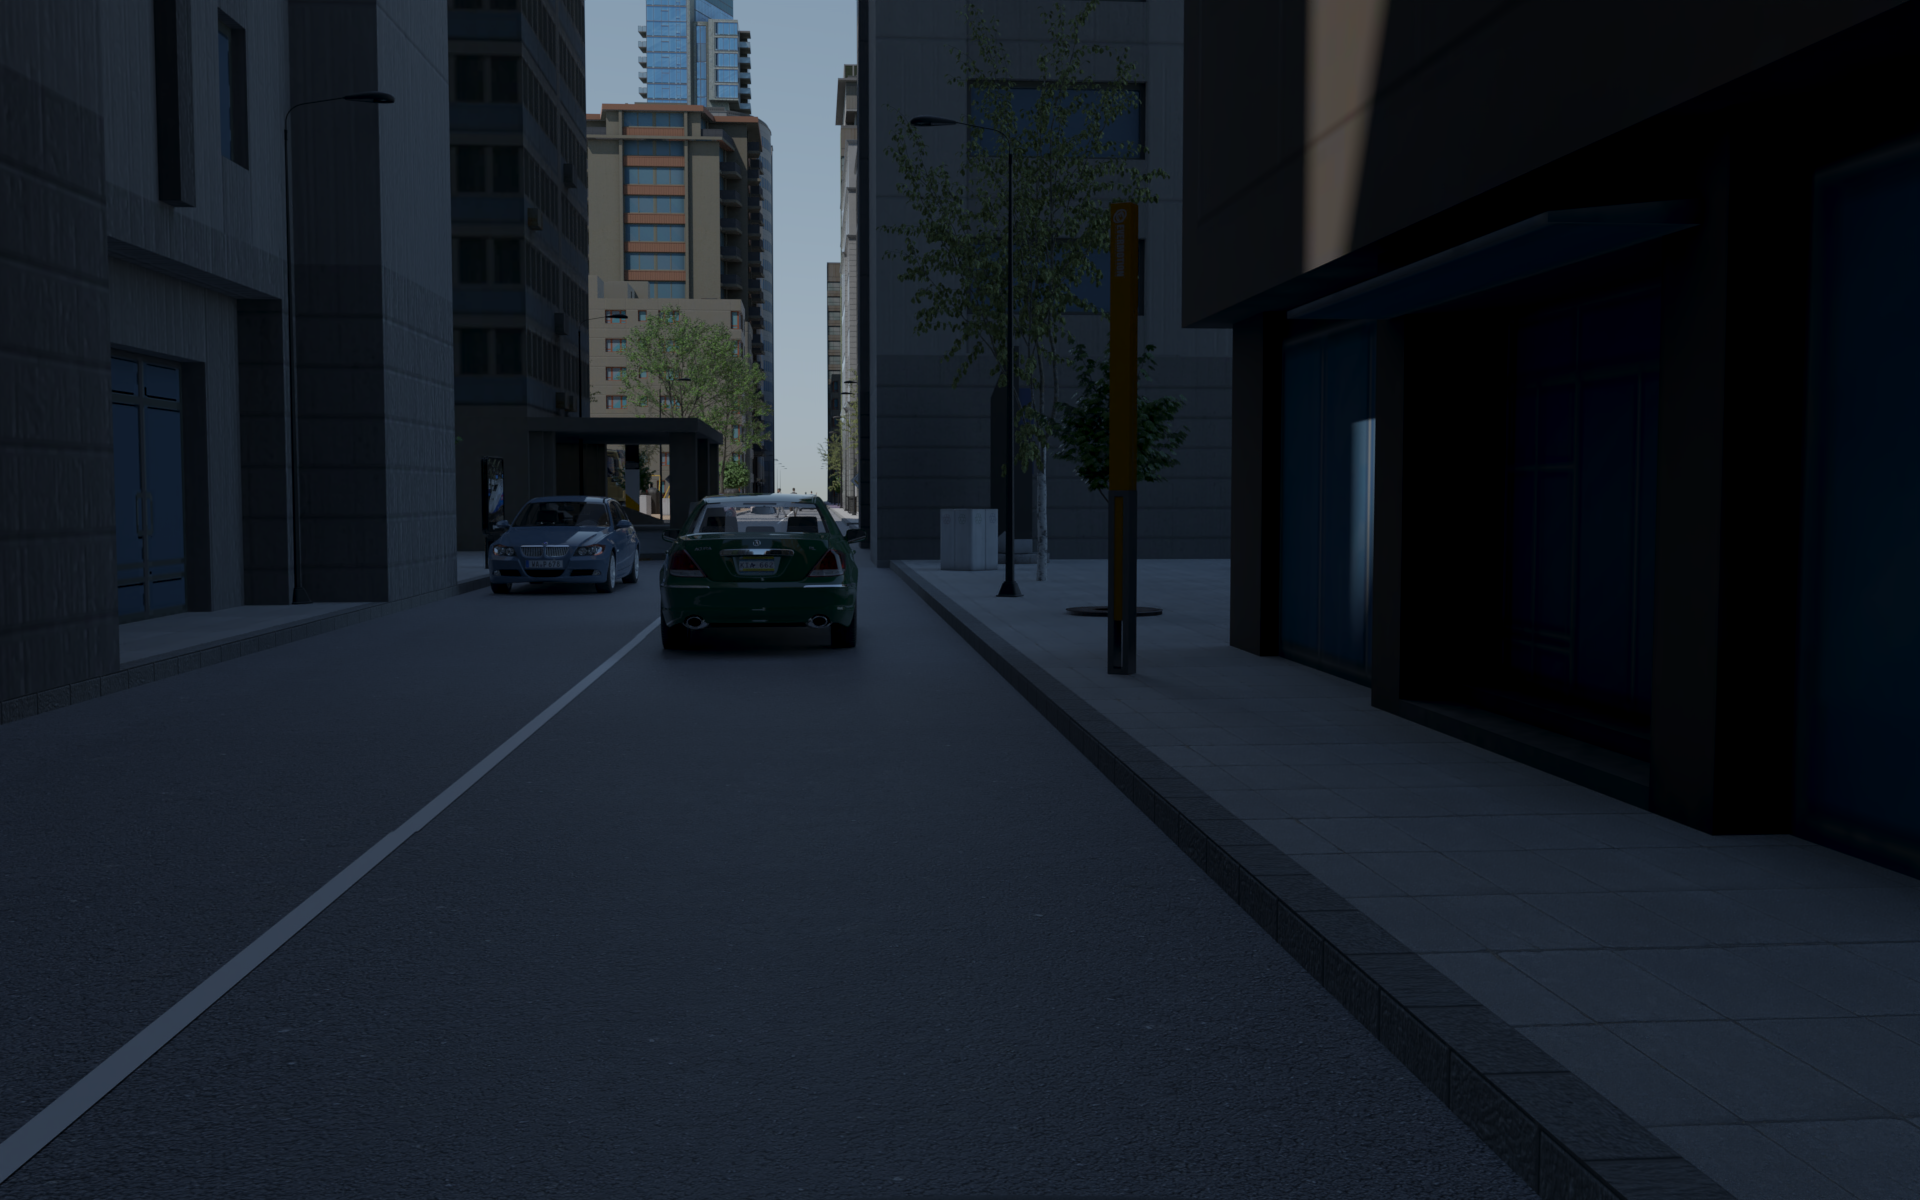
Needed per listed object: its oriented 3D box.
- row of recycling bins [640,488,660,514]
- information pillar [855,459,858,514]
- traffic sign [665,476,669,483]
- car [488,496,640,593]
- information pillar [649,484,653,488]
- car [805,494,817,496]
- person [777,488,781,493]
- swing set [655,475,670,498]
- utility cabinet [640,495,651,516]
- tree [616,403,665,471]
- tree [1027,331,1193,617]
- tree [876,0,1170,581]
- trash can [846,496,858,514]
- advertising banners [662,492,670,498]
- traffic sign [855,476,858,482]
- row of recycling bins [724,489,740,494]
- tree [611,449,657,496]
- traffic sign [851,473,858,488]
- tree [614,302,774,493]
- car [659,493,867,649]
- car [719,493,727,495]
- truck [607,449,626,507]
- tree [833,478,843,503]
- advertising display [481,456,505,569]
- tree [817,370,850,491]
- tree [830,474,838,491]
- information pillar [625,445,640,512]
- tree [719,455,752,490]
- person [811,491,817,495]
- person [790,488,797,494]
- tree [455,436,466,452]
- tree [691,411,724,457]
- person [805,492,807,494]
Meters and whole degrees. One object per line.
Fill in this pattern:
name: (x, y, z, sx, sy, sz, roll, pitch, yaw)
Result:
row of recycling bins: (-20.394, -6.243, 109.191, 1.069, 1.692, 3.534, 3, 4, 37)
information pillar: (-6.879, -7.523, 114.362, 0.183, 3.616, 0.504, 0, 4, -7)
traffic sign: (-11.601, -4.090, 70.507, 0.795, 2.450, 0.064, 0, 4, -5)
car: (-5.978, -0.889, 26.541, 2.014, 1.417, 4.499, 0, 4, -3)
information pillar: (-20.139, -6.612, 112.591, 0.304, 2.012, 0.304, 3, 5, 42)
car: (-12.575, -8.111, 144.615, 2.014, 1.417, 4.499, 0, 4, -5)
person: (-10.792, -5.835, 104.180, 0.850, 1.792, 0.678, 0, 4, -1)
swing set: (-20.355, -7.832, 125.675, 2.862, 2.851, 3.119, -1, 4, -16)
utility cabinet: (-16.738, -4.946, 92.036, 0.306, 1.237, 1.020, -2, 4, -34)
tree: (-24.762, -11.322, 135.478, 4.360, 8.622, 3.978, 0, 3, 0)
tree: (1.690, -1.451, 18.324, 1.663, 3.219, 1.824, 0, 3, 0)
tree: (0.972, -4.583, 25.297, 4.737, 8.622, 4.395, 0, 3, 0)
trash can: (-7.037, -6.197, 112.966, 0.748, 1.137, 0.748, 0, 3, 0)
advertising banners: (-23.091, -8.707, 138.540, 2.074, 3.025, 0.090, 0, 4, 1)
traffic sign: (-3.932, -4.128, 71.131, 0.795, 2.450, 0.064, 0, 4, -5)
row of recycling bins: (-17.829, -7.804, 134.702, 1.069, 1.692, 3.534, -1, 4, -18)
tree: (-12.256, -4.361, 65.907, 1.663, 3.219, 1.824, 0, 3, 0)
traffic sign: (-4.604, -4.614, 79.088, 0.795, 2.450, 0.064, 0, 4, -5)
tree: (-15.172, -10.368, 95.277, 9.928, 11.665, 9.643, 0, 3, 0)
car: (-1.984, -0.349, 17.509, 2.131, 1.459, 4.920, 0, 4, -5)
car: (-9.204, -3.373, 64.187, 2.155, 1.783, 4.494, 0, 4, -7)
truck: (-18.085, -4.760, 73.750, 9.791, 3.379, 3.469, 0, 4, -3)
tree: (-17.157, -15.518, 248.313, 1.663, 3.219, 1.824, 0, 3, 0)
advertising display: (-8.101, -1.520, 30.068, 0.123, 1.923, 0.974, 0, 4, 2)
tree: (-4.848, -8.910, 96.047, 4.737, 8.622, 4.395, 0, 3, 0)
tree: (-16.872, -15.893, 243.556, 4.285, 4.588, 4.351, 0, 3, 0)
information pillar: (-11.045, -4.105, 58.465, 0.504, 3.616, 0.183, -1, 4, -14)
tree: (-19.044, -9.851, 144.772, 4.285, 4.588, 4.351, 0, 3, 0)
person: (-13.216, -8.983, 156.172, 0.742, 1.727, 0.445, 0, 4, 6)
person: (-10.297, -6.061, 107.557, 0.622, 1.834, 0.822, 1, 4, 9)
tree: (-8.820, -2.009, 27.450, 1.663, 3.219, 1.824, 0, 3, 0)
tree: (-22.407, -12.275, 151.060, 4.737, 8.622, 4.395, 0, 3, 0)
person: (-21.194, -14.065, 239.197, 0.721, 1.736, 1.217, 1, 4, 12)
